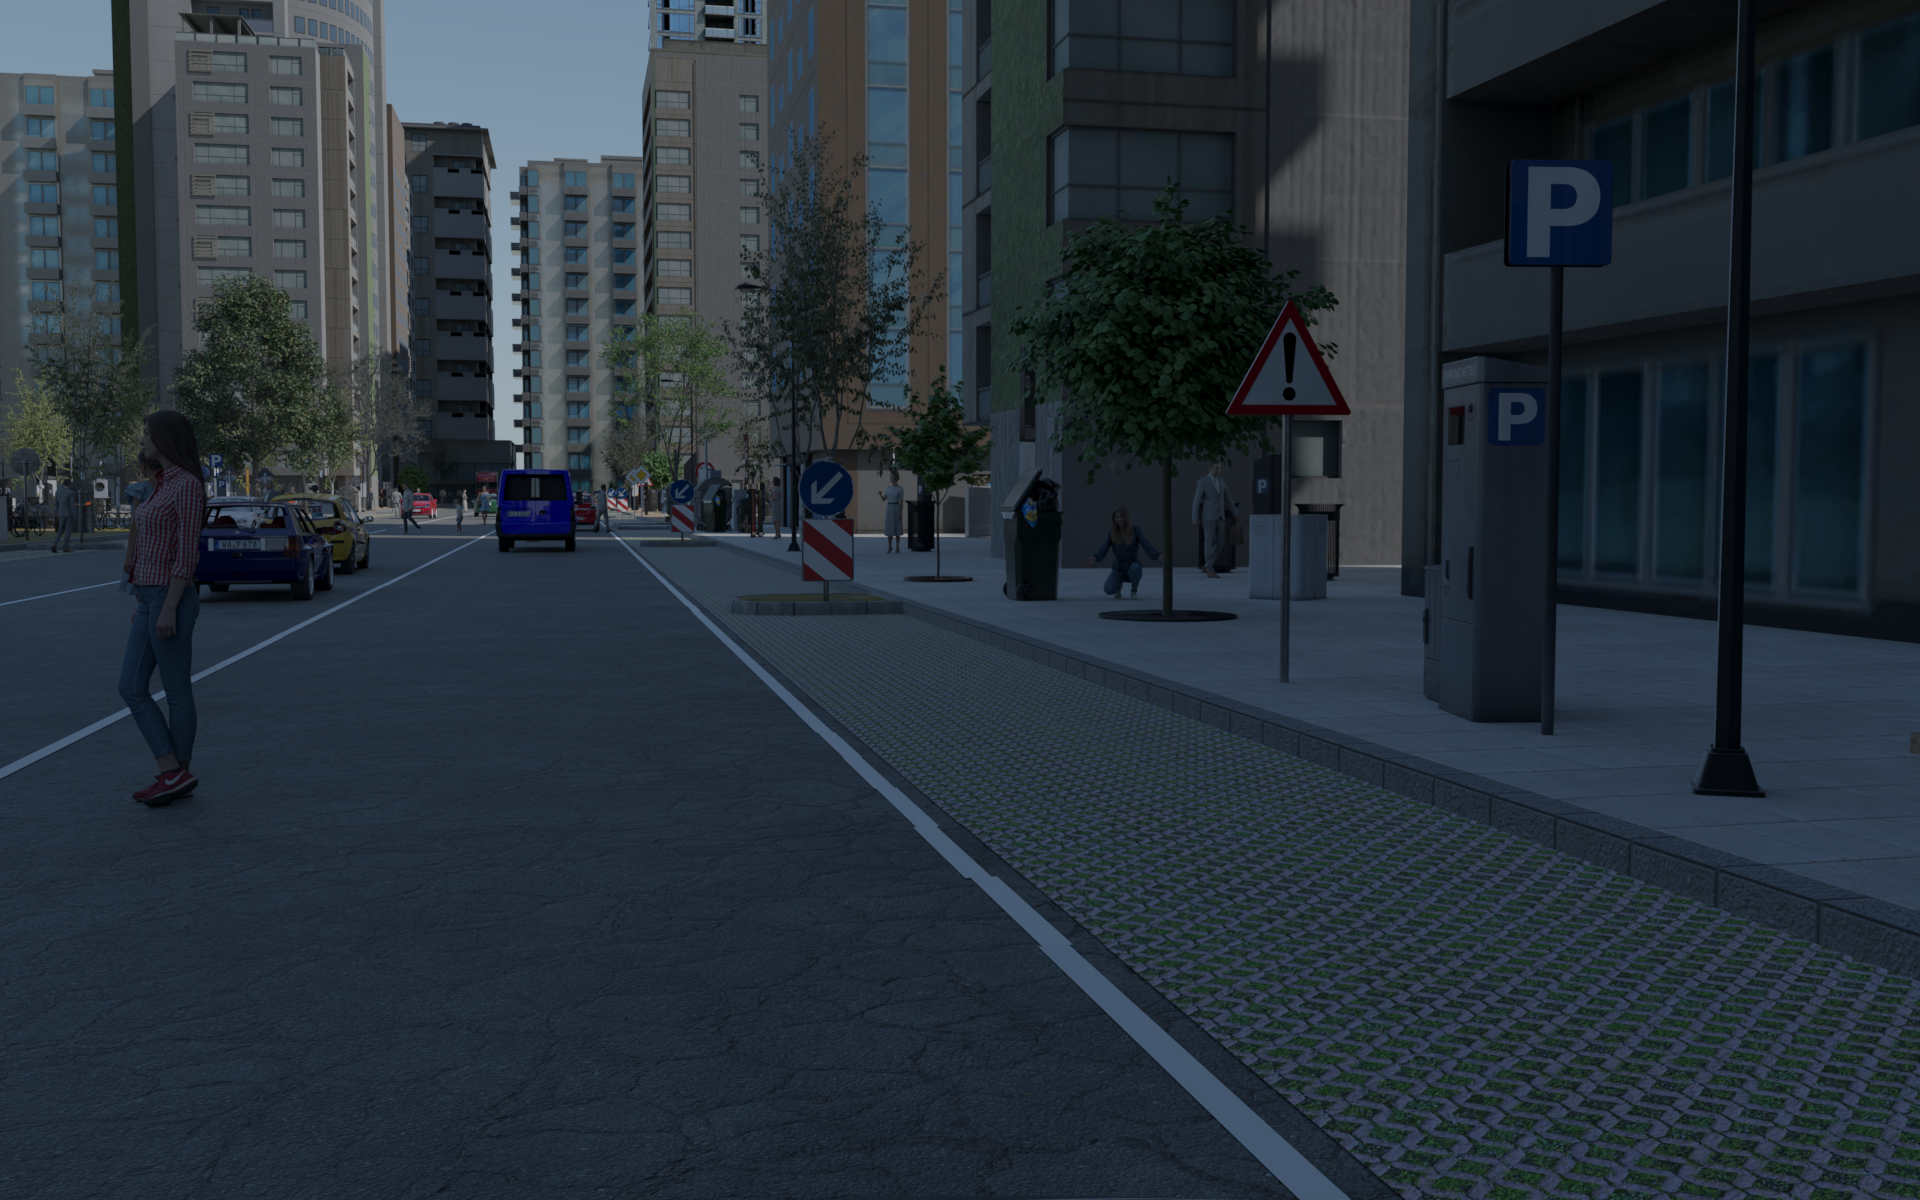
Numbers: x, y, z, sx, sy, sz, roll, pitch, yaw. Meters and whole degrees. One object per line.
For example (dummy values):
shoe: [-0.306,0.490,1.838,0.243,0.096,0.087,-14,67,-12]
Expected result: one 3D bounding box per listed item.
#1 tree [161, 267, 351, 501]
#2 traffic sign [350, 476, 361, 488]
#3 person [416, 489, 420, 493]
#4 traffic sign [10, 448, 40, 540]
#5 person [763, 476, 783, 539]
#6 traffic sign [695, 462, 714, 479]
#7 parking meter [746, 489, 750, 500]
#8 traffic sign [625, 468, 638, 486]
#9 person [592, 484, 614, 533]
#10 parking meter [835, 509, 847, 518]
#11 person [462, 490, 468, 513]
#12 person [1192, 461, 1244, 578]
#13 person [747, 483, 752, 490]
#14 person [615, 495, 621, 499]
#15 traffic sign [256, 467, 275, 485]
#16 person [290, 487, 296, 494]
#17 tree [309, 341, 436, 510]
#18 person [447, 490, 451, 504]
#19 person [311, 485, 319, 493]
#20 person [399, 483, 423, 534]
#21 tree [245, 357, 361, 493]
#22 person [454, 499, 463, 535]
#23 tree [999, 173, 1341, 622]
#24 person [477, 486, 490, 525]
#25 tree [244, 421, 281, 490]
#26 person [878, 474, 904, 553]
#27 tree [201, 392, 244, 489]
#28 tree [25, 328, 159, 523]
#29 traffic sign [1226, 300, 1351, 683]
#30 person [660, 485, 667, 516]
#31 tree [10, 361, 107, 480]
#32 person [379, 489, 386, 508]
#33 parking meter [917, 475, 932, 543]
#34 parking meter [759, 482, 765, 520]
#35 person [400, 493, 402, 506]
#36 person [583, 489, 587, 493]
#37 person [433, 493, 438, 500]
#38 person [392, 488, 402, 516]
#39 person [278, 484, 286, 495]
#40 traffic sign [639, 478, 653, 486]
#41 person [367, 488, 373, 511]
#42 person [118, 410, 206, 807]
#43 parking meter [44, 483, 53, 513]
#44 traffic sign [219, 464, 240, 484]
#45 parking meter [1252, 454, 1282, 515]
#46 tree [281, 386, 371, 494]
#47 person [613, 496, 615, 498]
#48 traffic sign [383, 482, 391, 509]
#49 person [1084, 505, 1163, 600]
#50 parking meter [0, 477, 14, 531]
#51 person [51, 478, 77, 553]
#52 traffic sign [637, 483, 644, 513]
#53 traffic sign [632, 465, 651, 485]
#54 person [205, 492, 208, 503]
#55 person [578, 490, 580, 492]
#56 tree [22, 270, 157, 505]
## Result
tree: [-35.855,-10.441,87.721,9.611,12.733,9.660,0,3,0]
traffic sign: [-43.590,-7.634,124.926,0.768,2.556,0.104,0,4,-8]
person: [-36.999,-6.710,118.379,0.661,1.801,0.590,1,4,8]
traffic sign: [-25.782,-2.917,47.802,0.768,2.556,0.104,-1,4,-11]
person: [-5.270,-2.613,49.119,0.532,1.782,0.716,0,4,7]
traffic sign: [-9.973,-4.142,67.820,0.768,2.556,0.104,0,4,-7]
parking meter: [-9.906,-4.465,81.421,0.372,1.533,0.369,0,3,0]
traffic sign: [-14.590,-4.619,77.719,0.795,2.593,0.064,-1,4,-13]
person: [-13.258,-3.387,64.144,0.678,1.792,0.850,3,5,44]
parking meter: [-2.576,-1.713,36.412,0.372,1.533,0.369,0,3,0]
person: [-38.018,-7.585,133.065,0.362,1.759,0.519,0,4,1]
person: [3.906,-1.245,26.515,0.709,1.813,0.853,-2,4,-32]
person: [-10.556,-4.971,87.348,0.581,1.822,0.654,0,4,1]
person: [-35.314,-10.635,180.065,1.348,1.807,0.705,1,4,18]
traffic sign: [-29.810,-4.412,74.328,0.795,2.593,0.064,-1,4,-13]
person: [-48.984,-7.391,127.301,0.534,1.772,0.576,1,4,19]
tree: [-46.922,-13.882,137.337,12.009,13.543,11.850,0,3,0]
person: [-65.155,-13.147,221.078,0.705,1.814,1.350,0,4,0]
person: [-19.729,-2.685,53.238,0.643,1.720,0.563,1,4,19]
person: [-19.634,-3.272,61.846,0.795,1.843,0.661,-3,4,-38]
tree: [-40.045,-10.424,104.851,7.601,10.594,8.767,-1,4,-22]
person: [-17.456,-2.881,60.281,0.352,1.250,0.332,1,4,9]
tree: [2.120,-2.096,17.989,4.285,4.588,4.351,0,3,0]
person: [-22.275,-4.423,80.913,0.616,1.811,0.778,-1,4,-20]
tree: [-55.806,-11.530,138.881,4.737,8.622,4.395,0,3,0]
person: [-1.480,-1.884,37.414,0.480,1.755,0.524,1,4,18]
tree: [-56.846,-10.885,128.329,4.737,8.622,4.395,0,3,0]
tree: [-37.407,-7.704,76.325,4.737,8.622,4.395,0,3,0]
traffic sign: [2.208,-0.717,11.721,0.884,2.594,0.081,-1,4,-11]
person: [-17.087,-5.732,100.018,0.793,1.790,0.793,3,4,37]
tree: [-51.135,-8.926,96.308,4.737,8.622,4.395,0,3,0]
person: [-52.531,-9.211,157.470,0.721,1.723,1.217,0,4,7]
parking meter: [-0.922,-2.414,45.186,0.255,1.863,0.399,-2,4,-32]
parking meter: [-9.965,-4.992,87.336,0.255,1.863,0.399,0,4,-1]
person: [-57.450,-10.327,178.119,0.599,1.433,0.991,-1,4,-10]
person: [-30.622,-8.130,141.285,0.748,1.841,0.638,3,4,38]
person: [-65.793,-12.721,217.268,0.697,1.427,0.421,-2,4,-30]
person: [-36.194,-6.283,111.333,0.635,1.810,0.391,-2,4,-31]
person: [-24.901,-3.357,63.612,0.699,1.804,1.509,-1,4,-16]
traffic sign: [-19.904,-6.720,109.882,0.884,2.594,0.081,-1,4,-10]
person: [-44.564,-7.604,130.795,0.534,1.772,0.576,-1,4,-22]
person: [-3.727,0.026,8.091,0.555,1.821,0.388,3,5,39]
parking meter: [-46.276,-5.031,87.962,0.255,1.863,0.399,0,4,5]
traffic sign: [-28.057,-3.936,66.537,0.795,2.593,0.064,-1,4,-13]
parking meter: [4.529,-1.213,25.551,0.255,1.863,0.399,-3,4,-39]
tree: [-41.427,-10.048,114.648,4.737,8.622,4.395,0,3,0]
person: [-41.311,-12.246,206.780,0.721,1.766,1.217,0,4,-8]
traffic sign: [-48.007,-8.746,145.129,0.606,2.300,0.079,0,4,-7]
person: [2.076,-0.581,21.048,1.012,1.151,0.738,1,4,16]
parking meter: [-33.096,-3.324,60.052,0.255,1.863,0.399,2,4,30]
person: [-21.808,-2.057,42.247,0.709,1.813,0.853,0,4,8]
traffic sign: [-22.009,-7.355,120.253,0.884,2.594,0.081,-1,4,-9]
traffic sign: [-12.837,-4.143,69.927,0.795,2.593,0.064,-1,4,-13]
person: [-22.284,-2.564,50.818,0.834,1.777,0.661,2,4,28]
person: [-28.251,-7.326,128.847,0.480,1.755,0.524,1,4,12]
tree: [-29.220,-6.582,57.982,4.360,8.622,3.978,0,3,0]
